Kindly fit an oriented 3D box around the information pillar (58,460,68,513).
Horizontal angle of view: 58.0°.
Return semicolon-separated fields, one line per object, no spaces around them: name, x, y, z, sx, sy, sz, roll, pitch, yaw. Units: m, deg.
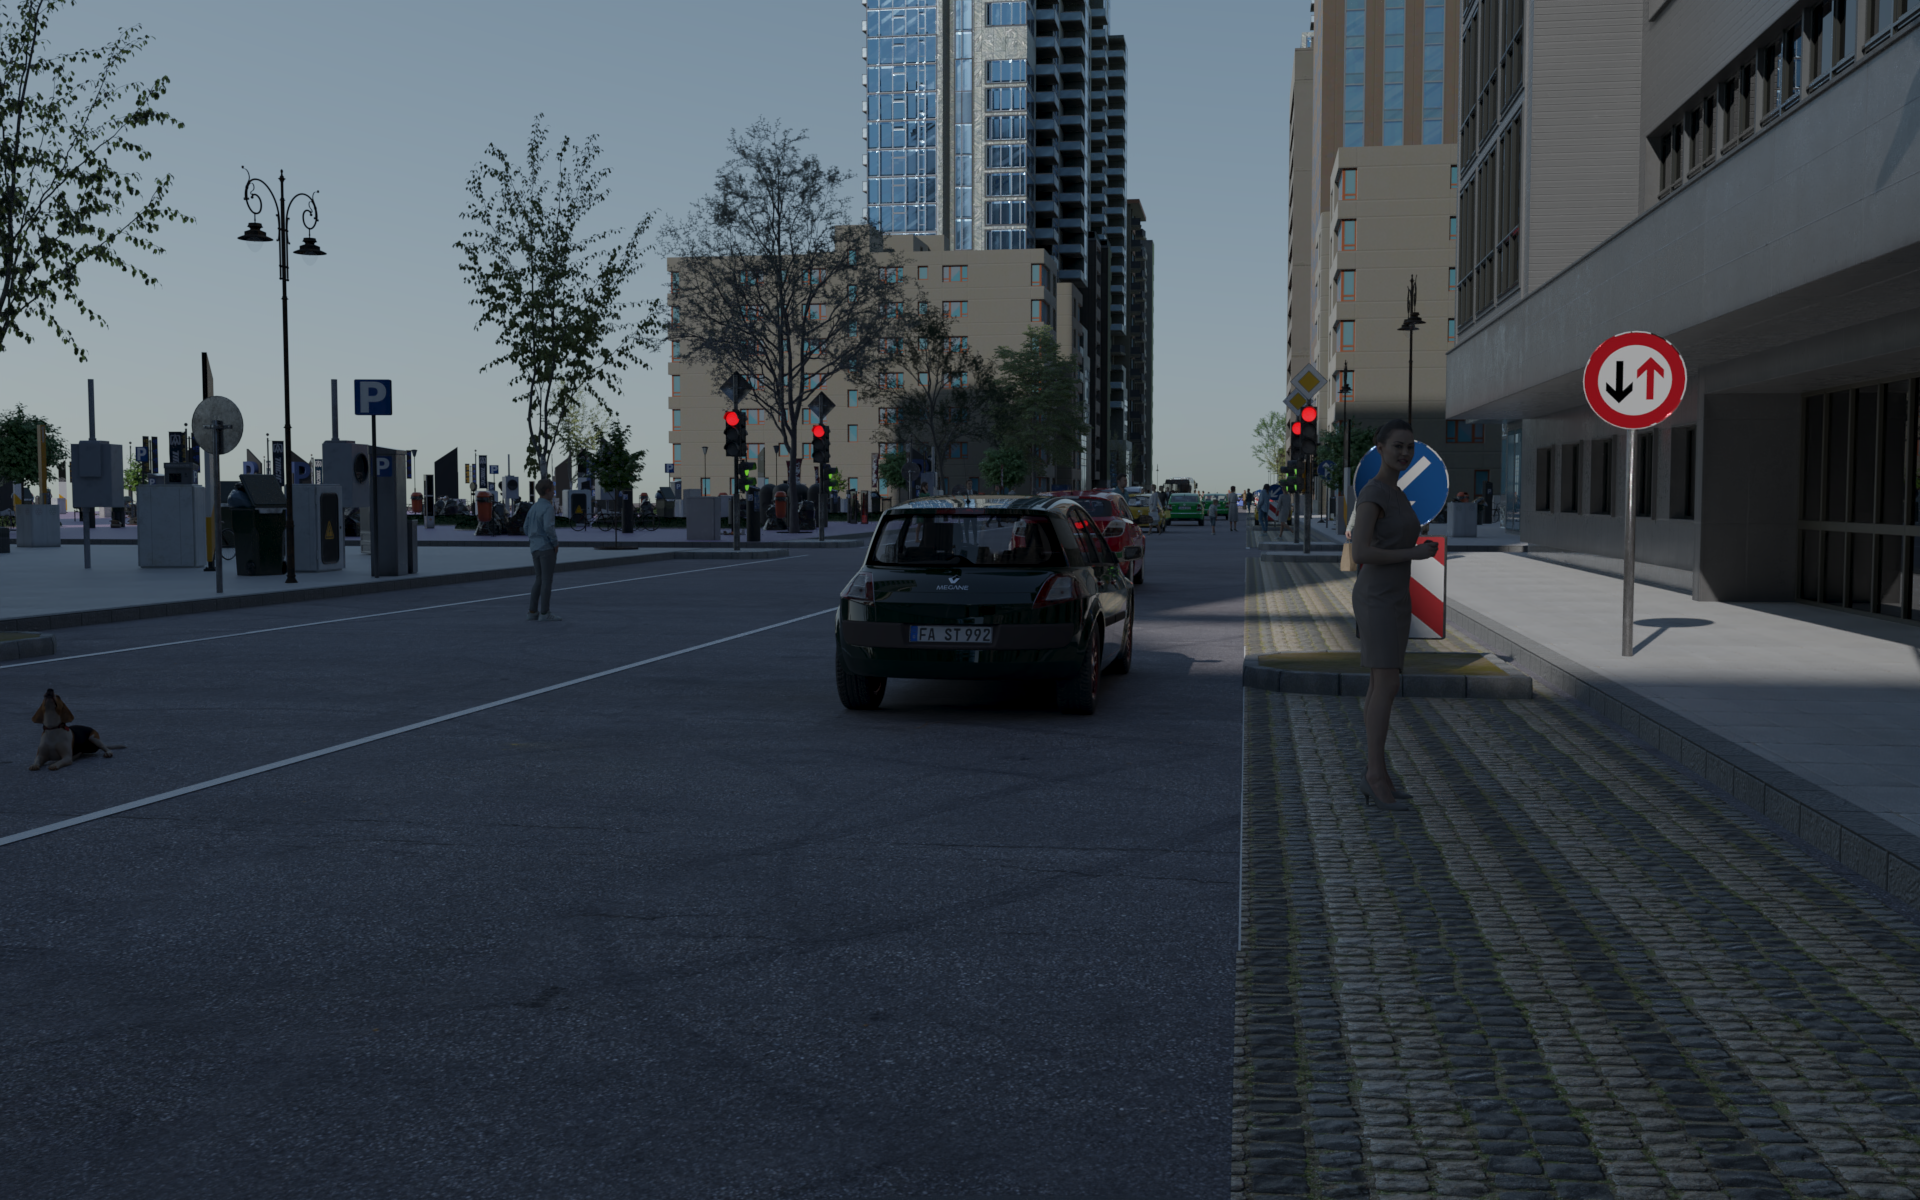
information pillar;-60.539;-7.676;116.860;0.504;3.616;0.183;-2;4;-32

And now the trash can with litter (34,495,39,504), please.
trash can with litter;-59.386;-6.022;109.517;2.233;1.210;1.678;1;4;9

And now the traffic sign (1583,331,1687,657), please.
traffic sign;5.278;-0.827;13.622;0.768;2.556;0.104;1;4;12

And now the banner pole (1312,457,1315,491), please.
banner pole;23.862;-7.738;116.534;0.401;3.779;0.863;-3;4;-36

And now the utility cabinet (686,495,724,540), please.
utility cabinet;-7.168;-2.279;48.421;1.020;1.237;0.306;2;4;32

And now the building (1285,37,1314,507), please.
building;45.113;-34.022;179.955;21.300;48.544;21.600;1;4;9

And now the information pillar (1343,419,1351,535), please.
information pillar;12.113;-3.842;54.177;0.183;3.616;0.504;0;4;0

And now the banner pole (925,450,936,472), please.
banner pole;-1.774;-6.649;98.725;0.863;3.779;0.401;1;4;14

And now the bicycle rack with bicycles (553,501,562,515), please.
bicycle rack with bicycles;-21.060;-4.899;93.473;2.852;0.926;2.925;0;4;2

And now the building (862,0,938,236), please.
building;2.061;-52.202;166.178;22.319;86.520;31.000;1;4;9

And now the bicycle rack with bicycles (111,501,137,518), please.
bicycle rack with bicycles;-43.569;-4.792;91.731;2.925;0.926;2.852;2;4;26

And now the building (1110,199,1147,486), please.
building;15.469;-36.498;251.364;22.147;44.769;28.867;1;4;9

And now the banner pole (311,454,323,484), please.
banner pole;-40.287;-7.239;108.368;0.863;3.779;0.401;-2;4;-32

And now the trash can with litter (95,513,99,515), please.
trash can with litter;-52.524;-5.717;104.525;1.678;1.210;2.233;-3;5;-39

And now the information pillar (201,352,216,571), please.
information pillar;-12.499;-2.293;28.853;0.183;3.616;0.504;-1;4;-12

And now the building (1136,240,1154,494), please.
building;22.967;-35.986;271.962;14.154;41.232;14.086;1;4;9

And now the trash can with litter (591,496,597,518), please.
trash can with litter;-19.533;-4.843;90.571;0.624;1.170;1.055;3;4;38

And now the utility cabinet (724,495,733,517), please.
utility cabinet;-12.441;-5.052;93.761;1.020;1.237;0.306;0;4;-7

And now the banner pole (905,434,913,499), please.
banner pole;-2.103;-5.012;71.958;0.401;3.779;0.863;1;4;20

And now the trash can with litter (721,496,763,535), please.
trash can with litter;-7.110;-2.680;54.867;1.678;1.210;2.233;-1;4;-8

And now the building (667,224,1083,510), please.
building;-5.373;-17.959;138.671;27.650;21.520;28.899;1;4;9

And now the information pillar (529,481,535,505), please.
information pillar;-24.042;-5.680;97.366;0.304;2.012;0.304;0;4;-5

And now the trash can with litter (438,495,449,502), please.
trash can with litter;-25.679;-4.671;87.422;2.233;1.210;1.678;-1;4;-11

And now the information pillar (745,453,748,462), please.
information pillar;-12.119;-6.545;98.360;0.183;3.616;0.504;0;4;-3

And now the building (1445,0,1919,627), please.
building;14.575;-12.263;19.575;14.314;24.678;30.058;1;4;9

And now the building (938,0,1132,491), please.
building;11.230;-55.525;220.505;22.319;86.520;31.000;1;4;9

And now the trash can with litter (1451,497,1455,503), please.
trash can with litter;21.033;-3.732;72.411;1.055;1.170;0.624;0;4;4

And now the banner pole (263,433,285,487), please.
banner pole;-28.177;-4.965;71.198;0.863;3.779;0.401;-2;4;-31

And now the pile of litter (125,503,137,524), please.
pile of litter;-35.678;-3.756;75.370;1.176;0.858;1.719;1;4;21

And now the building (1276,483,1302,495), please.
building;64.330;-34.838;261.485;32.217;40.220;23.993;1;4;9

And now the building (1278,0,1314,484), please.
building;54.877;-56.332;233.702;22.319;86.520;31.000;1;4;9

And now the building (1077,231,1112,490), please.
building;8.972;-25.557;189.565;14.160;30.474;14.107;1;4;9

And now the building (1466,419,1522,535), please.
building;31.638;-26.508;53.014;30.456;49.044;23.786;1;4;9

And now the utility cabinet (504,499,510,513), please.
utility cabinet;-29.500;-6.368;112.798;0.318;1.500;1.173;-1;4;-18

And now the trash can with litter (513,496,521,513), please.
trash can with litter;-28.167;-6.029;109.960;0.624;1.170;1.055;-1;4;-16

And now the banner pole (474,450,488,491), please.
banner pole;-27.020;-6.577;97.554;0.863;3.779;0.401;-2;4;-24

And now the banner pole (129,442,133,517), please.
banner pole;-39.408;-5.650;82.398;0.401;3.779;0.863;-2;4;-28

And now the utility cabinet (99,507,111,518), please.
utility cabinet;-46.632;-5.097;94.496;0.306;1.237;1.020;0;4;-5

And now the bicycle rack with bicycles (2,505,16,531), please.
bicycle rack with bicycles;-31.653;-2.643;56.588;2.852;0.926;2.925;-1;4;-11

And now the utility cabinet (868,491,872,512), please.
utility cabinet;-6.007;-6.583;116.317;0.318;1.500;1.173;-2;4;-27

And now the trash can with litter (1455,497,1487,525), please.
trash can with litter;21.114;-3.664;71.299;1.055;1.170;0.624;-1;4;-17

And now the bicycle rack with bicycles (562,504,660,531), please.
bicycle rack with bicycles;-11.752;-2.869;60.291;2.925;0.926;2.852;1;4;16

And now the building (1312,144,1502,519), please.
building;34.841;-15.511;98.641;27.650;21.520;28.899;1;4;9

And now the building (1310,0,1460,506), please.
building;35.415;-29.879;138.637;14.600;45.320;14.200;1;4;9

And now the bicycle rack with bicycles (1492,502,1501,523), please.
bicycle rack with bicycles;24.504;-3.848;76.294;2.925;0.926;2.852;-2;4;-33

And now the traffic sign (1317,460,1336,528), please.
traffic sign;13.844;-3.986;65.272;0.768;2.556;0.104;1;4;11

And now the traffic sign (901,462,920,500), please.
traffic sign;-1.967;-4.187;68.568;0.768;2.556;0.104;1;4;14

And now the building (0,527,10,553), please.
building;-33.944;-29.811;29.408;28.212;58.520;21.231;1;4;9

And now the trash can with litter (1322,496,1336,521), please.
trash can with litter;18.251;-4.431;83.508;1.678;1.210;2.233;3;5;40

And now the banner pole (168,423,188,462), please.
banner pole;-27.385;-4.334;60.871;0.863;3.779;0.401;0;4;2

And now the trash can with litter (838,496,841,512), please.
trash can with litter;-6.149;-4.909;91.316;1.678;1.210;2.233;3;5;40

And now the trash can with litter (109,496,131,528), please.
trash can with litter;-31.954;-3.328;65.795;0.624;1.170;1.055;-1;4;-18

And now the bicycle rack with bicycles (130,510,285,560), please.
bicycle rack with bicycles;-13.595;-1.202;33.040;2.852;0.926;2.925;0;4;4

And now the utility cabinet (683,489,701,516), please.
utility cabinet;-11.162;-3.881;72.137;0.318;1.500;1.173;1;4;15

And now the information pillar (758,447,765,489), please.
information pillar;-9.933;-5.833;86.727;0.504;3.616;0.183;3;5;42

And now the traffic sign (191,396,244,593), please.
traffic sign;-9.621;-1.365;22.431;0.768;2.556;0.104;1;4;13
